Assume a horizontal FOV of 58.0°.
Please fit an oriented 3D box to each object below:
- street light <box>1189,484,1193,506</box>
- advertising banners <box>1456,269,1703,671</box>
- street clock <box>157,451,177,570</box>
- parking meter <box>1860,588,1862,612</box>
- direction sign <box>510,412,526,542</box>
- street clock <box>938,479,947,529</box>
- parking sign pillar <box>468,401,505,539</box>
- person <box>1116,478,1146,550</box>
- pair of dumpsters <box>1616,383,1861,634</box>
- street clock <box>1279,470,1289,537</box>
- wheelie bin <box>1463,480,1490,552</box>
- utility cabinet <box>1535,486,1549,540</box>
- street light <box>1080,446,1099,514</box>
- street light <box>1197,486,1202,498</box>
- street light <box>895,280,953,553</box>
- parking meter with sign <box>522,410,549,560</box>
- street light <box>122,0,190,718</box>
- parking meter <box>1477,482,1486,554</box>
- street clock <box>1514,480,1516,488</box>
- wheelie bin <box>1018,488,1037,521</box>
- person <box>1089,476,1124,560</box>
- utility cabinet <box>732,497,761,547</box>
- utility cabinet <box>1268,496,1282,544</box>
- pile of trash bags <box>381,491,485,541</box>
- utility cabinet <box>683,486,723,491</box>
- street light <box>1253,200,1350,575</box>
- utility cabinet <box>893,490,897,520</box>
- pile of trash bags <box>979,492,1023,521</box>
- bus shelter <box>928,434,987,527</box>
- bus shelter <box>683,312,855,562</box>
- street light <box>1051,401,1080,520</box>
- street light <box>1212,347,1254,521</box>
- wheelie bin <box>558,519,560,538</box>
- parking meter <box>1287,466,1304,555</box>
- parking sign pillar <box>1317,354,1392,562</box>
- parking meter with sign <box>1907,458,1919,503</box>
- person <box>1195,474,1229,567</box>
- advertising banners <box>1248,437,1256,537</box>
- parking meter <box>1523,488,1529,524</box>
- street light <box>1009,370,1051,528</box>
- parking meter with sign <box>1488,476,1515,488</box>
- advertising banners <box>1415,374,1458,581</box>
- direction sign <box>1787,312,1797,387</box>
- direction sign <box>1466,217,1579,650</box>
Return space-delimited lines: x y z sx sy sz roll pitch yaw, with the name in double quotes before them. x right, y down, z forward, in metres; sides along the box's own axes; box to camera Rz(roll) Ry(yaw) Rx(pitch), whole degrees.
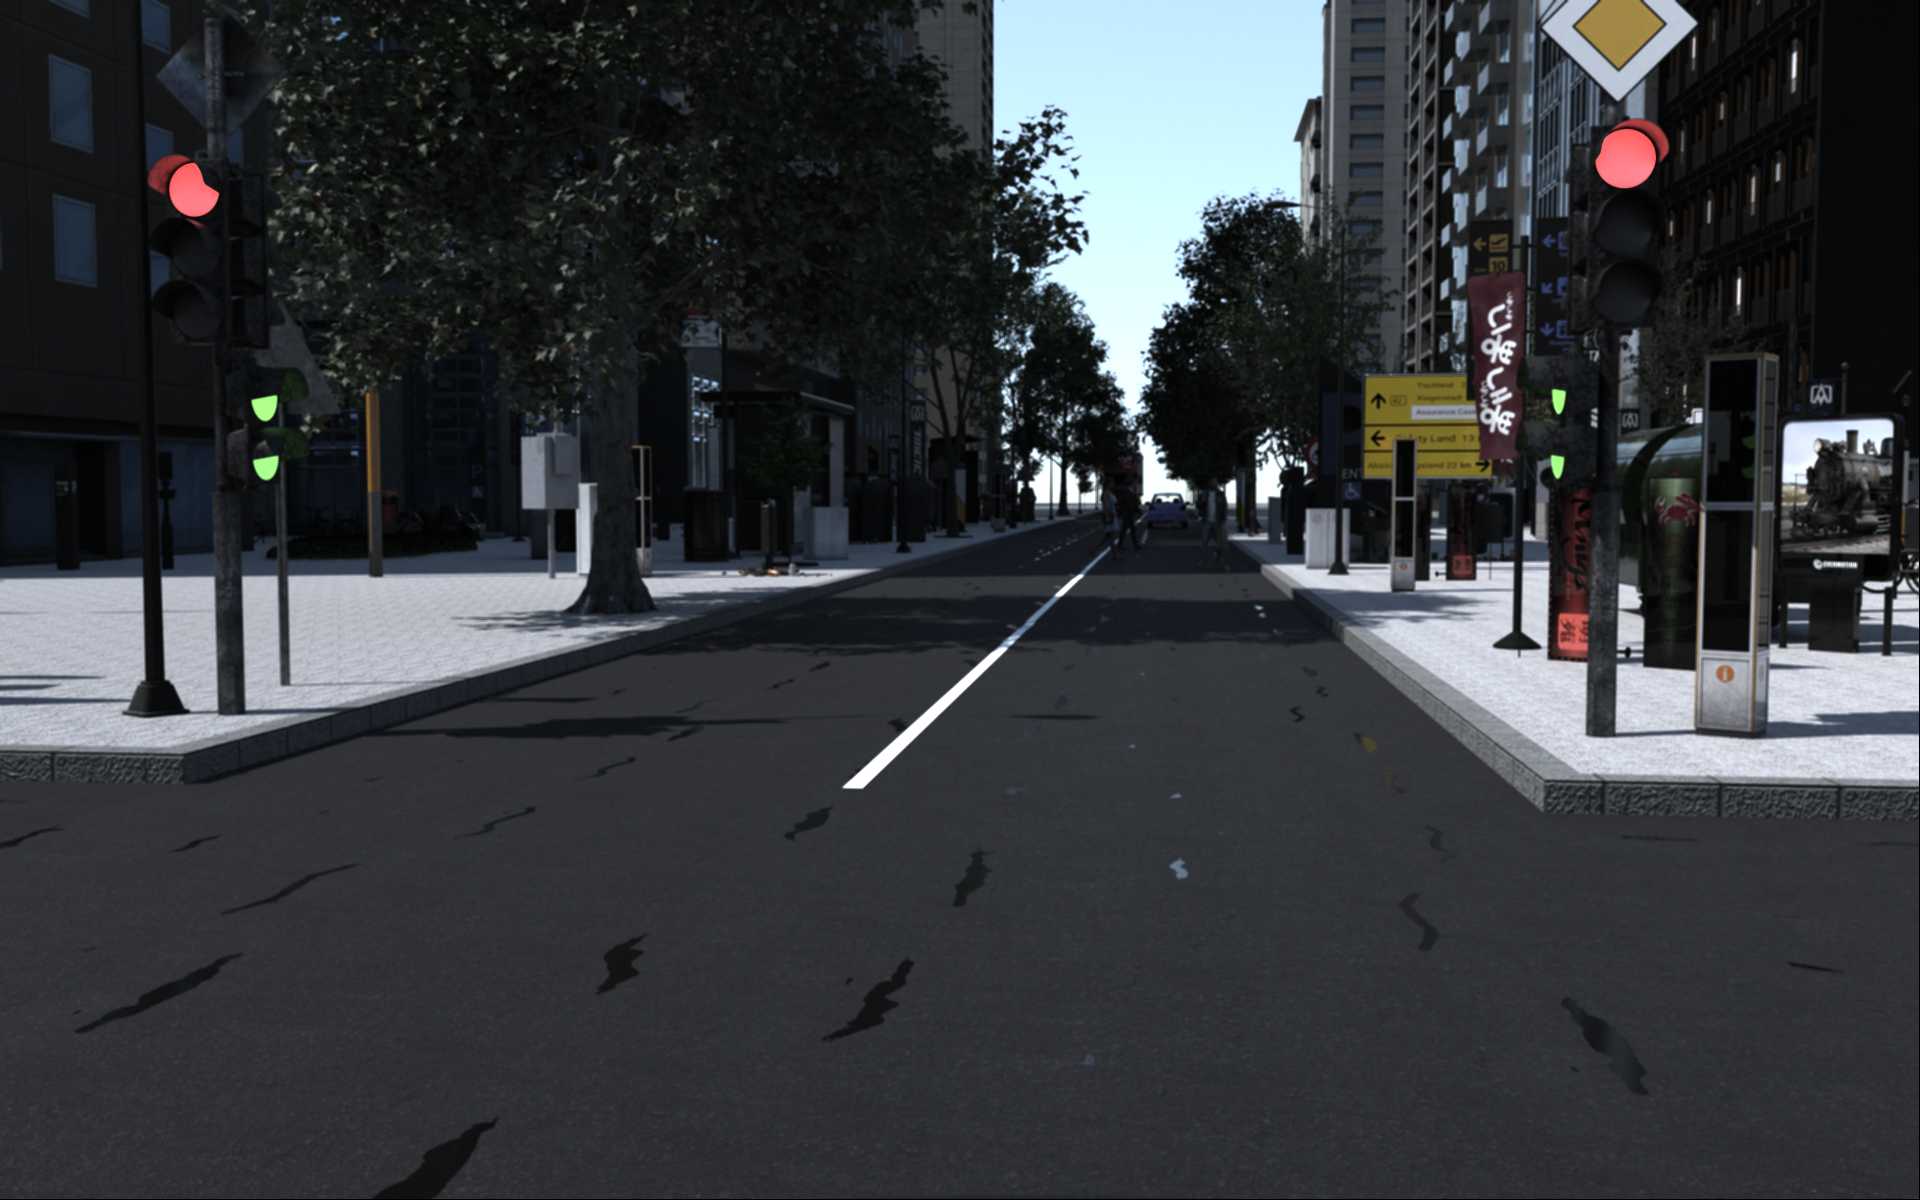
"street light" 14.659 -8.047 104.103 1.470 5.913 1.316 0 4 7
"advertising banners" 4.743 -1.036 13.132 0.090 3.025 2.074 -3 5 -42
"street clock" -13.493 -1.521 29.444 0.358 2.002 0.471 -2 4 -24
"parking meter" 9.616 -0.802 18.826 0.399 1.863 0.255 -2 4 -29
"direction sign" -11.969 -3.356 46.872 0.379 3.537 0.876 0 4 7
"street clock" -0.584 -3.620 63.756 0.358 2.002 0.471 2 4 34
"parking sign pillar" -13.881 -3.752 49.823 1.447 3.967 1.447 -1 4 -15
"person" 4.383 -2.203 44.295 0.755 1.850 0.659 0 4 7
"pair of dumpsters" 7.387 -0.888 17.012 1.574 2.255 4.437 0 4 7
"street clock" 9.691 -2.855 51.243 0.471 2.002 0.358 -1 4 -22
"wheelie bin" 11.382 -1.871 38.507 0.693 1.594 0.980 -1 4 -20
"utility cabinet" 16.397 -2.409 48.070 0.318 1.500 1.173 3 5 44
"street light" 8.450 -8.654 114.030 1.470 5.913 1.316 0 4 7
"street light" 12.099 -6.738 82.712 1.470 5.913 1.316 0 4 7
"street light" -0.696 -3.981 37.630 1.470 5.913 1.316 0 4 7
"parking meter with sign" -8.425 -2.346 34.626 0.543 3.016 1.738 -1 4 -17
"street light" -4.154 -2.282 9.854 1.470 5.913 1.316 0 4 7
"parking meter" 11.052 -1.754 37.095 0.372 1.533 0.369 0 3 0
"street clock" 26.198 -4.751 82.249 0.471 2.002 0.358 1 4 19
"wheelie bin" 3.207 -4.650 83.938 0.980 1.594 0.693 -1 4 -23
"person" 3.176 -1.772 37.564 0.778 1.811 0.616 1 4 17
"utility cabinet" -5.026 -1.897 42.178 1.020 1.237 0.306 2 4 24
"utility cabinet" 8.117 -2.048 44.652 0.306 1.237 1.020 0 4 7
"pile of trash bags" -14.197 -2.200 45.730 1.912 1.369 3.447 1 4 18
"utility cabinet" -6.928 -2.328 46.738 1.173 1.500 0.318 2 4 33
"street light" 5.500 -3.362 27.515 1.470 5.913 1.316 0 4 7
"utility cabinet" -3.030 -4.616 84.158 0.318 1.500 1.173 2 4 33
"pile of trash bags" 1.767 -4.396 81.627 1.912 1.369 3.447 1 4 21
"bus shelter" -0.053 -4.889 71.225 1.731 3.624 6.357 0 4 7
"bus shelter" -4.093 -3.610 36.651 2.179 5.291 8.768 0 4 7
"street light" 5.098 -6.968 86.474 1.470 5.913 1.316 0 4 7
"street light" 8.810 -5.040 54.948 1.470 5.913 1.316 0 4 7
"wheelie bin" -10.878 -2.315 45.763 0.980 1.594 0.693 0 4 6
"parking meter" 7.123 -1.900 36.772 0.255 1.863 0.399 -1 4 -10
"parking sign pillar" 7.523 -2.737 33.228 1.447 3.967 1.447 1 4 12
"parking meter with sign" 20.190 -2.494 37.031 1.738 3.016 0.543 0 4 8
"person" 4.948 -1.540 33.656 0.794 1.824 0.713 2 4 30
"advertising banners" 8.911 -3.456 52.696 0.090 3.025 2.074 1 4 15
"parking meter" 24.390 -4.067 74.909 0.372 1.533 0.369 0 3 0
"street light" 2.529 -5.641 64.768 1.470 5.913 1.316 0 4 7
"parking meter with sign" 19.830 -4.091 63.142 0.543 3.016 1.738 -1 4 -23
"advertising banners" 7.419 -1.802 25.649 2.074 3.025 0.090 -1 4 -14
"direction sign" 10.520 -1.834 21.978 0.379 3.537 0.876 2 4 30
"direction sign" 4.642 -1.366 14.333 0.876 3.537 0.379 1 4 18
